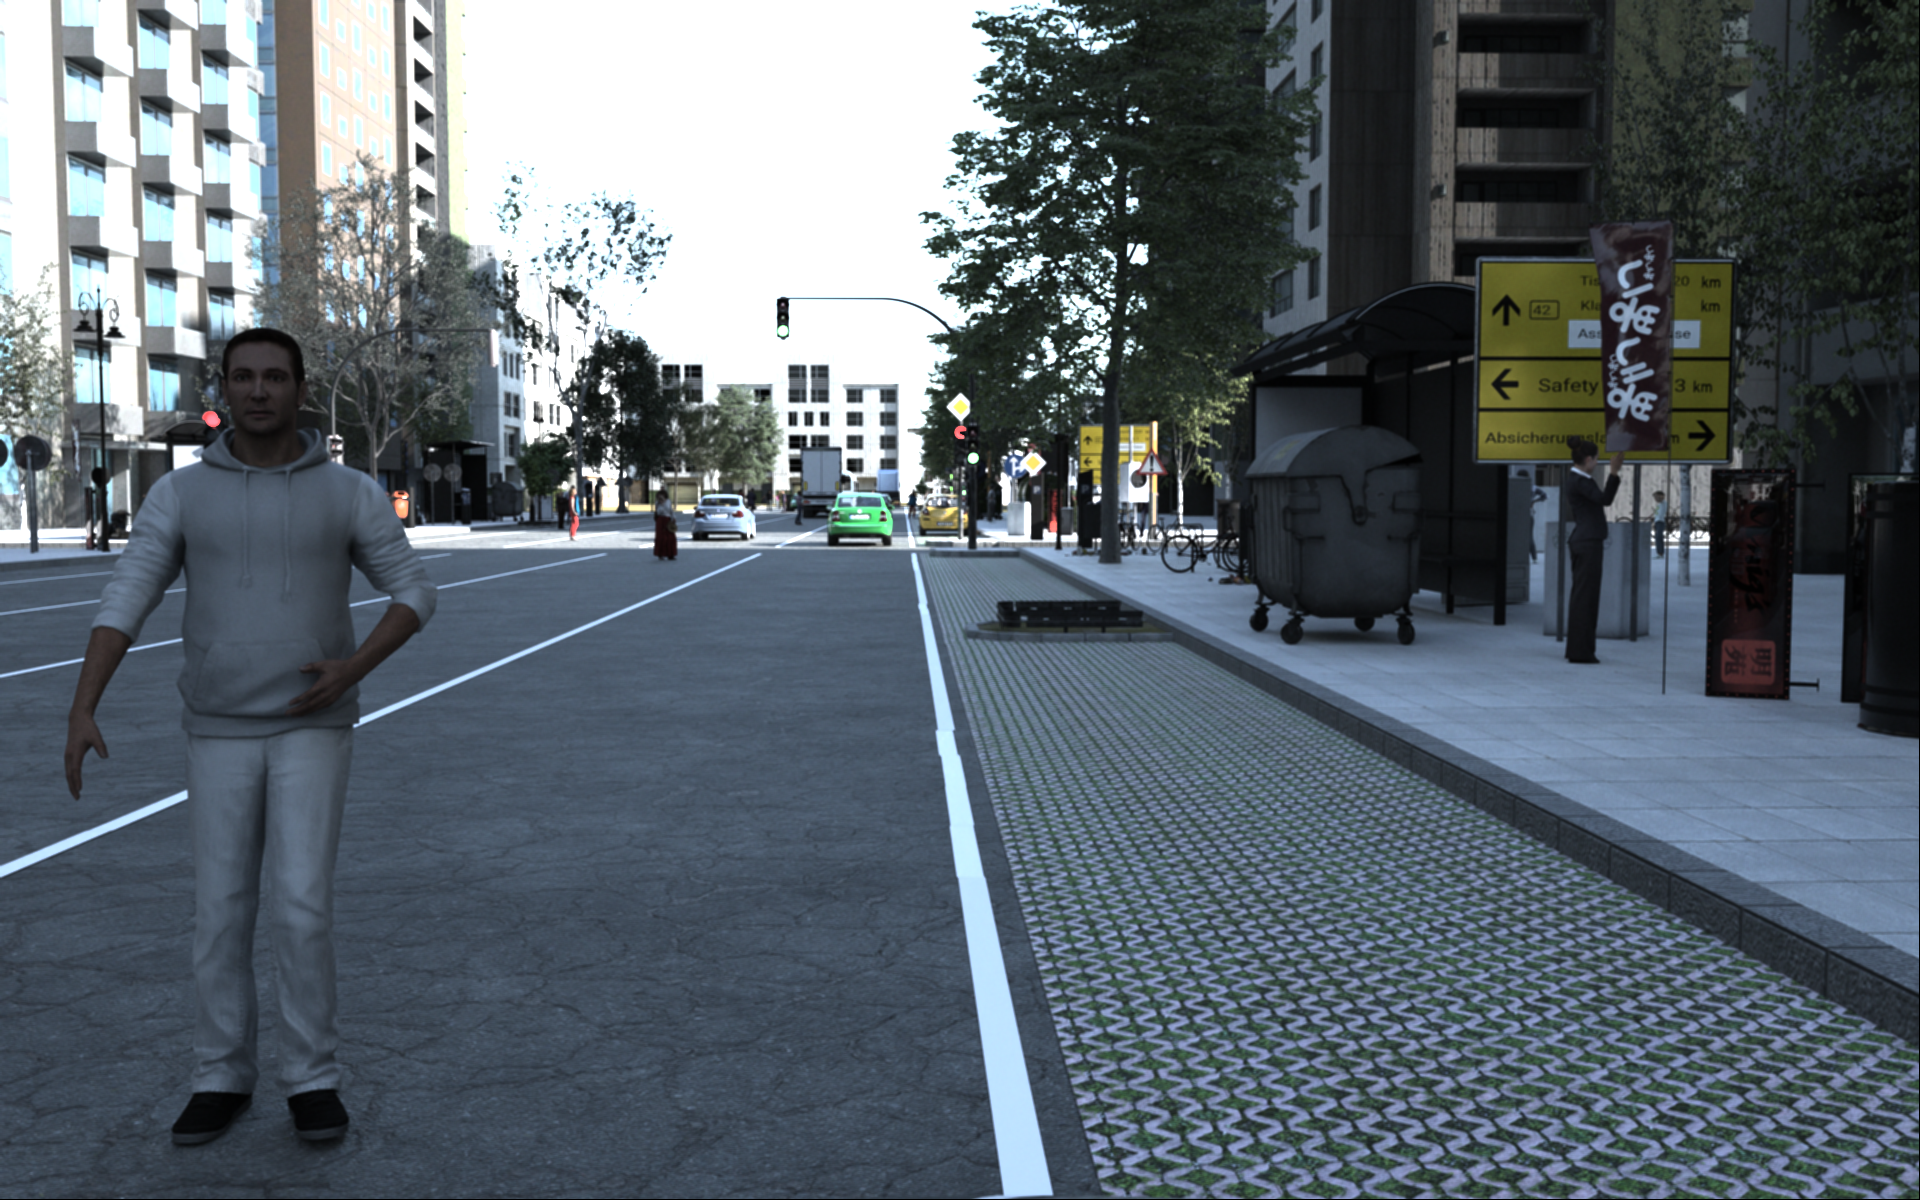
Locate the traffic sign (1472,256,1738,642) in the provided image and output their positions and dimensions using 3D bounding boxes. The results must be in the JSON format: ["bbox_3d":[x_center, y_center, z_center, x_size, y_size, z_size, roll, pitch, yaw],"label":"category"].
[{"bbox_3d":[5.545,-1.291,14.974,2.265,3.308,0.079,0,4,-1],"label":"traffic sign"}]

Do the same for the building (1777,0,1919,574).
[{"bbox_3d":[24.368,-24.047,16.868,21.300,48.544,21.600,0,4,-2],"label":"building"}]

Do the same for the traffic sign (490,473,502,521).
[{"bbox_3d":[-22.270,-4.957,83.169,0.606,2.300,0.079,0,4,6],"label":"traffic sign"}]

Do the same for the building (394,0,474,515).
[{"bbox_3d":[-39.418,-25.968,108.169,14.154,41.232,14.086,0,4,-2],"label":"building"}]

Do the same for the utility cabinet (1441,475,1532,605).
[{"bbox_3d":[6.104,-0.695,20.042,1.173,1.500,0.318,-2,4,-33],"label":"utility cabinet"}]

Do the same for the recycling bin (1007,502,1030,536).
[{"bbox_3d":[1.933,-2.470,52.932,0.722,1.027,0.722,3,5,40],"label":"recycling bin"}]

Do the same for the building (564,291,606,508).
[{"bbox_3d":[-41.936,-18.524,159.293,16.016,20.091,11.380,0,4,-2],"label":"building"}]

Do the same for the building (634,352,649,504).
[{"bbox_3d":[-45.723,-22.502,224.319,11.380,20.091,16.016,0,4,-2],"label":"building"}]

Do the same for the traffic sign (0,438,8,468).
[{"bbox_3d":[-20.834,-2.270,37.226,0.768,2.556,0.104,0,3,0],"label":"traffic sign"}]

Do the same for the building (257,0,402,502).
[{"bbox_3d":[-39.621,-27.144,93.913,14.600,45.320,14.200,0,4,-2],"label":"building"}]

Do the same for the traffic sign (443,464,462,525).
[{"bbox_3d":[-21.157,-4.410,72.214,0.768,2.556,0.104,0,4,1],"label":"traffic sign"}]

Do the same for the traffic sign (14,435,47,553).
[{"bbox_3d":[-20.132,-2.288,37.518,0.768,2.556,0.104,0,4,6],"label":"traffic sign"}]

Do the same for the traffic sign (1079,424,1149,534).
[{"bbox_3d":[4.611,-3.481,50.786,2.265,3.308,0.079,0,4,5],"label":"traffic sign"}]

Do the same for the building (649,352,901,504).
[{"bbox_3d":[-23.433,-21.940,225.173,31.486,18.905,16.747,0,4,-2],"label":"building"}]

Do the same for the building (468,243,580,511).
[{"bbox_3d":[-41.547,-16.604,137.939,16.747,18.905,31.486,0,4,-2],"label":"building"}]

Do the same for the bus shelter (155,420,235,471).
[{"bbox_3d":[-21.043,-3.438,50.135,2.014,3.302,5.546,0,4,-2],"label":"bus shelter"}]

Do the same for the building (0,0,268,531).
[{"bbox_3d":[-43.451,-27.631,71.376,23.786,49.044,30.456,0,4,-2],"label":"building"}]

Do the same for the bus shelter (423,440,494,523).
[{"bbox_3d":[-22.671,-5.338,78.567,1.731,3.624,6.357,0,4,-2],"label":"bus shelter"}]

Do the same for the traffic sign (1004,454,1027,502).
[{"bbox_3d":[1.772,-3.368,55.180,0.768,2.556,0.104,0,4,-1],"label":"traffic sign"}]

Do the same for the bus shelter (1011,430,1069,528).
[{"bbox_3d":[3.139,-4.611,66.680,1.731,3.624,6.357,0,4,-2],"label":"bus shelter"}]

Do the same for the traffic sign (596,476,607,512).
[{"bbox_3d":[-25.129,-7.417,121.266,0.884,2.594,0.081,0,4,3],"label":"traffic sign"}]

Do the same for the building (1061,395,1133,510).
[{"bbox_3d":[14.325,-12.538,147.148,9.099,9.664,28.070,0,4,-2],"label":"building"}]

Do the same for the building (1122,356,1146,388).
[{"bbox_3d":[26.718,-22.687,227.353,11.380,20.091,16.016,0,4,-2],"label":"building"}]

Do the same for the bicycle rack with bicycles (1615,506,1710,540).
[{"bbox_3d":[20.459,-2.194,49.260,2.925,0.926,2.852,3,5,43],"label":"bicycle rack with bicycles"}]

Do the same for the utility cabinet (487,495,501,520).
[{"bbox_3d":[-23.077,-4.521,85.082,1.020,1.237,0.306,1,4,11],"label":"utility cabinet"}]

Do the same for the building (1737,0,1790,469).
[{"bbox_3d":[33.849,-23.390,66.029,14.086,41.232,14.154,0,4,-2],"label":"building"}]

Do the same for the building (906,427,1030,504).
[{"bbox_3d":[7.131,-17.187,223.146,28.070,9.664,9.099,0,4,-2],"label":"building"}]

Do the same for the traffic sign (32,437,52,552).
[{"bbox_3d":[-20.488,-2.339,38.344,0.768,2.556,0.104,0,4,-1],"label":"traffic sign"}]

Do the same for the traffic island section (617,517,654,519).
[{"bbox_3d":[-18.620,-4.705,99.788,1.991,0.108,1.994,0,4,-2],"label":"traffic island section"}]

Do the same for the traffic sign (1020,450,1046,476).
[{"bbox_3d":[2.167,-3.130,50.902,0.795,2.593,0.064,0,4,3],"label":"traffic sign"}]

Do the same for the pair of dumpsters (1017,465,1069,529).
[{"bbox_3d":[2.858,-3.523,60.091,1.574,2.255,4.437,0,4,-2],"label":"pair of dumpsters"}]

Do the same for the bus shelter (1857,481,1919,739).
[{"bbox_3d":[5.225,-1.690,5.266,2.179,5.291,8.768,0,4,-2],"label":"bus shelter"}]

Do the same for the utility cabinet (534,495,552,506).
[{"bbox_3d":[-23.339,-5.245,96.918,1.020,1.237,0.306,1,4,19],"label":"utility cabinet"}]

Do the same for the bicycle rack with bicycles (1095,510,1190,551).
[{"bbox_3d":[4.056,-1.558,38.859,2.852,0.926,2.925,2,4,35],"label":"bicycle rack with bicycles"}]

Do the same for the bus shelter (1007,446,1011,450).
[{"bbox_3d":[3.322,-5.741,85.142,1.731,3.624,6.357,0,4,-2],"label":"bus shelter"}]

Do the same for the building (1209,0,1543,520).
[{"bbox_3d":[19.553,-19.310,87.421,14.160,30.474,14.107,0,4,-2],"label":"building"}]

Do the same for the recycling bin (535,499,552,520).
[{"bbox_3d":[-20.762,-4.513,86.340,0.722,1.027,0.722,-1,4,-22],"label":"recycling bin"}]

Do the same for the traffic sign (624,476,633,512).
[{"bbox_3d":[-23.604,-7.519,123.041,0.768,2.556,0.104,0,4,8],"label":"traffic sign"}]

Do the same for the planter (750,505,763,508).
[{"bbox_3d":[-21.167,-9.548,177.250,1.991,0.319,1.994,0,4,-2],"label":"planter"}]

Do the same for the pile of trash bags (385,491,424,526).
[{"bbox_3d":[-22.905,-3.688,70.053,1.912,1.369,3.447,0,4,-5],"label":"pile of trash bags"}]

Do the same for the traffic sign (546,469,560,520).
[{"bbox_3d":[-20.495,-5.319,87.068,0.768,2.556,0.104,0,4,6],"label":"traffic sign"}]

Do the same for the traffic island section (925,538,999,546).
[{"bbox_3d":[0.040,-1.589,48.259,2.009,0.180,2.903,0,4,-2],"label":"traffic island section"}]

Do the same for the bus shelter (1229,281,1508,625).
[{"bbox_3d":[4.499,-1.551,19.289,2.014,3.302,5.546,0,4,-2],"label":"bus shelter"}]

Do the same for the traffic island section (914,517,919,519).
[{"bbox_3d":[-1.669,-4.724,100.102,1.991,0.108,1.994,0,4,-2],"label":"traffic island section"}]

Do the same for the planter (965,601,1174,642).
[{"bbox_3d":[1.050,0.216,17.606,1.991,0.319,1.994,0,4,-2],"label":"planter"}]

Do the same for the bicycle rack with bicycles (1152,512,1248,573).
[{"bbox_3d":[5.063,-0.938,28.720,2.925,0.926,2.852,2,4,23],"label":"bicycle rack with bicycles"}]

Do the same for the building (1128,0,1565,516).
[{"bbox_3d":[22.301,-27.762,108.533,22.147,44.769,28.867,0,4,-2],"label":"building"}]

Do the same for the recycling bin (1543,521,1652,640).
[{"bbox_3d":[5.785,-0.194,15.720,0.722,1.027,0.722,3,5,42],"label":"recycling bin"}]

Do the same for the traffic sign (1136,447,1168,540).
[{"bbox_3d":[5.340,-2.953,48.290,0.884,2.594,0.081,0,4,7],"label":"traffic sign"}]

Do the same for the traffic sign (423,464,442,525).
[{"bbox_3d":[-22.027,-4.417,72.317,0.768,2.556,0.104,0,4,-1],"label":"traffic sign"}]

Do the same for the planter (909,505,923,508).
[{"bbox_3d":[-4.245,-9.610,178.264,1.991,0.319,1.994,0,4,-2],"label":"planter"}]

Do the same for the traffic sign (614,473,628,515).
[{"bbox_3d":[-21.233,-6.631,108.428,0.884,2.594,0.081,0,4,0],"label":"traffic sign"}]

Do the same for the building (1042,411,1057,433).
[{"bbox_3d":[13.809,-14.252,175.164,9.099,9.664,28.070,0,4,-2],"label":"building"}]

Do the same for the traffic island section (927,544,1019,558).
[{"bbox_3d":[0.302,-1.101,40.278,2.009,0.180,2.903,0,4,-2],"label":"traffic island section"}]

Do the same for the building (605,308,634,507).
[{"bbox_3d":[-41.194,-19.765,179.578,11.380,20.091,16.016,0,4,-2],"label":"building"}]

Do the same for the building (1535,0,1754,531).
[{"bbox_3d":[19.773,-17.969,65.499,14.107,30.474,14.160,0,4,-2],"label":"building"}]
